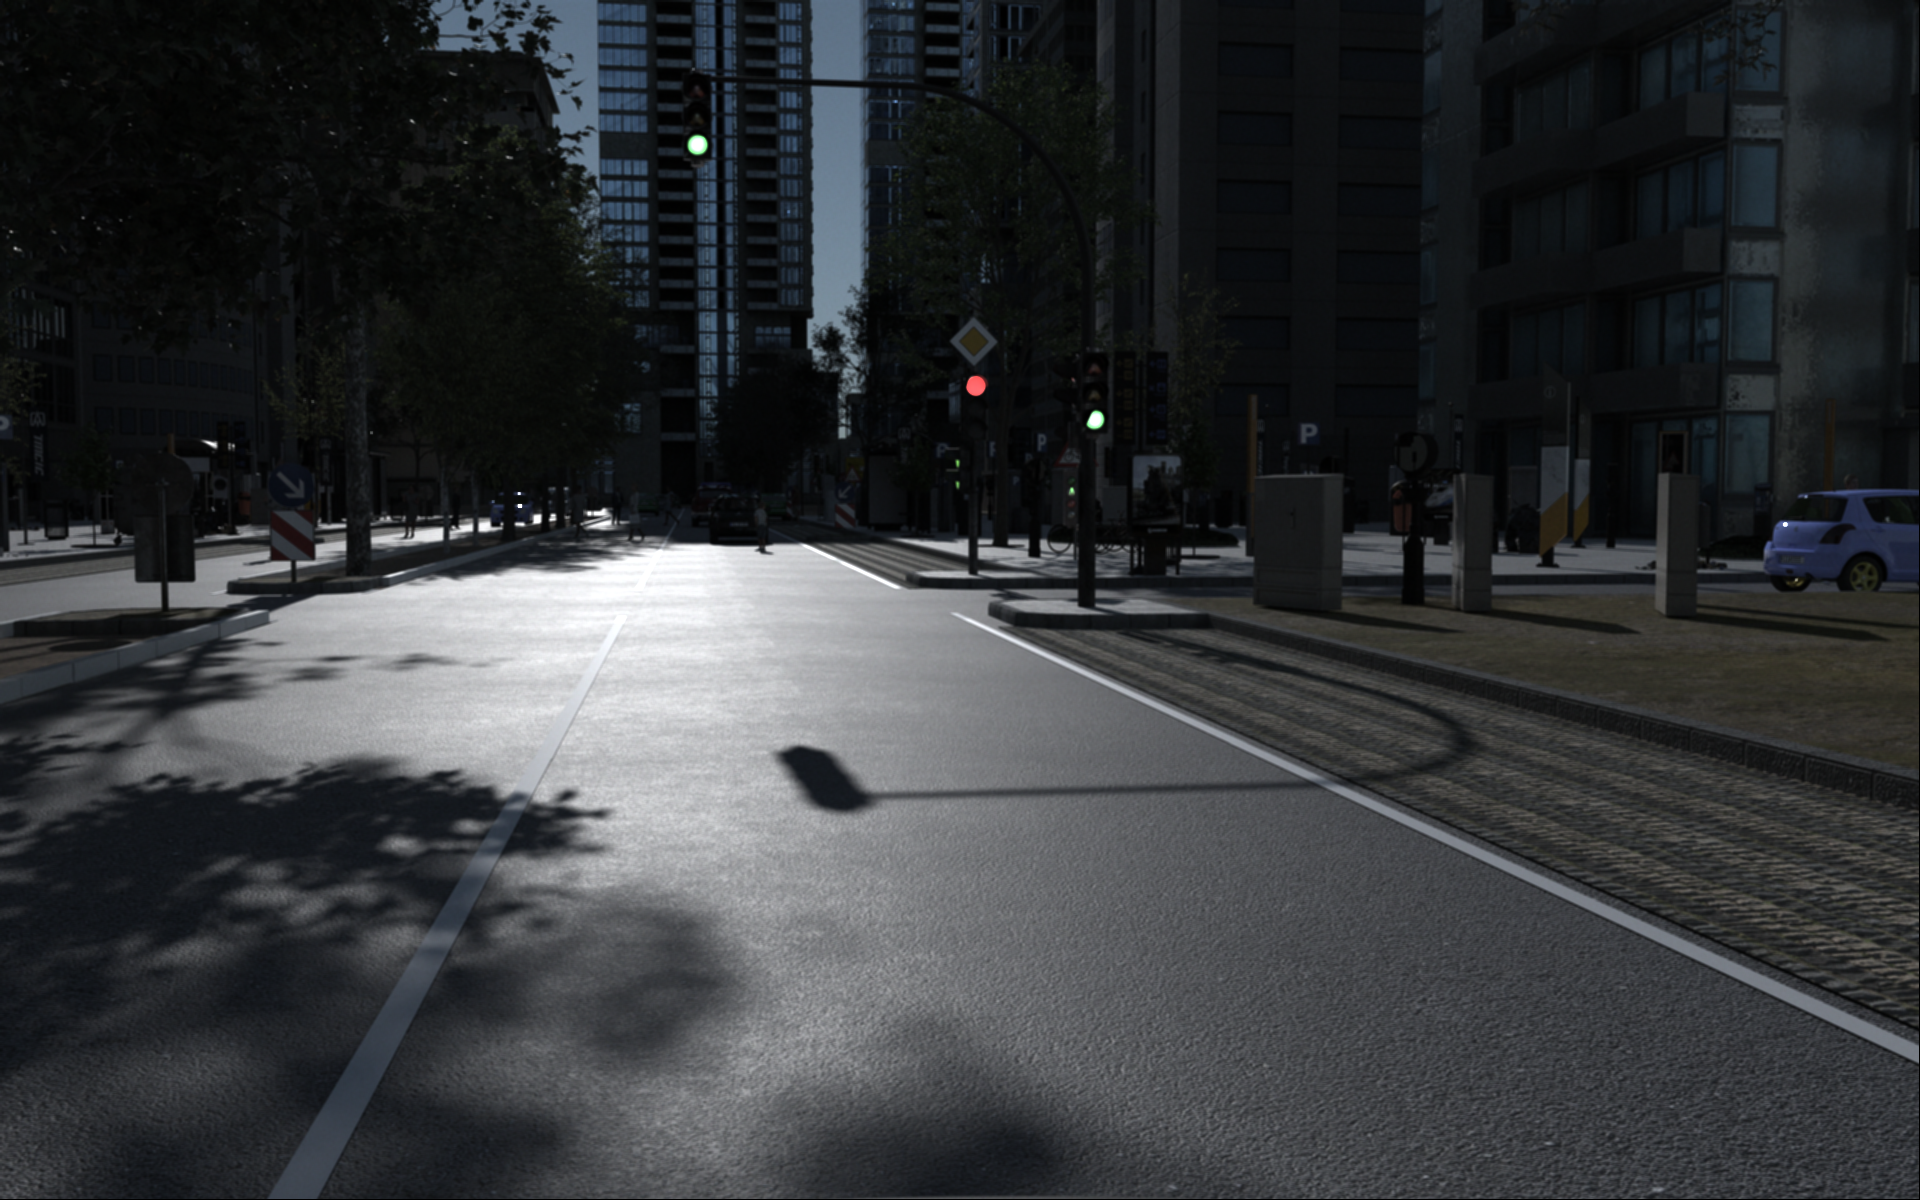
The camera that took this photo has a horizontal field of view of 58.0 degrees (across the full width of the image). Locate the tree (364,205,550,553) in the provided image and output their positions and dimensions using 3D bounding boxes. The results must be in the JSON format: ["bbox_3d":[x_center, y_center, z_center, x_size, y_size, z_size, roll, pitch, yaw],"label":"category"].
[{"bbox_3d":[-12.267,-5.403,41.163,4.737,8.622,4.395,0,3,0],"label":"tree"}]

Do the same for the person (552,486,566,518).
[{"bbox_3d":[-18.358,-4.318,79.206,0.635,1.810,0.391,-3,4,-38],"label":"person"}]

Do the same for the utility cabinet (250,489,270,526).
[{"bbox_3d":[-27.689,-3.693,69.060,1.173,1.500,0.318,1,4,18],"label":"utility cabinet"}]

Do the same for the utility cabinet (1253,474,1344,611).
[{"bbox_3d":[3.738,-0.646,19.243,0.318,1.500,1.173,-2,4,-28],"label":"utility cabinet"}]

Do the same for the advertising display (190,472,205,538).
[{"bbox_3d":[-22.354,-2.786,50.760,0.123,1.923,0.974,-3,5,-41],"label":"advertising display"}]

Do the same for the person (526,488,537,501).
[{"bbox_3d":[-30.017,-6.856,120.584,0.705,1.826,1.348,2,4,33],"label":"person"}]

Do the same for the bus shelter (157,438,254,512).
[{"bbox_3d":[-28.473,-4.386,65.627,2.014,3.302,5.546,-1,4,-9],"label":"bus shelter"}]

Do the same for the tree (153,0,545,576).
[{"bbox_3d":[-11.808,-10.513,30.241,12.611,20.169,13.585,0,3,0],"label":"tree"}]

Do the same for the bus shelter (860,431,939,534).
[{"bbox_3d":[-2.079,-3.913,57.896,2.014,3.302,5.546,-1,4,-9],"label":"bus shelter"}]

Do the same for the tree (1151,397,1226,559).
[{"bbox_3d":[4.733,-2.454,34.727,1.663,3.219,1.824,0,3,0],"label":"tree"}]

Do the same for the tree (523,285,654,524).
[{"bbox_3d":[-18.502,-9.472,83.087,9.928,11.665,9.643,0,3,0],"label":"tree"}]

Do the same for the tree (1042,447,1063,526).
[{"bbox_3d":[4.155,-4.642,70.493,1.663,3.219,1.824,0,3,0],"label":"tree"}]

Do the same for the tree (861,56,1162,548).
[{"bbox_3d":[1.088,-7.086,41.613,9.928,11.665,9.643,0,3,0],"label":"tree"}]

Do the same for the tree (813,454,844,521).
[{"bbox_3d":[-6.292,-5.452,83.743,1.663,3.219,1.824,0,3,0],"label":"tree"}]

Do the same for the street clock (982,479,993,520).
[{"bbox_3d":[1.468,-4.891,84.531,0.471,2.002,0.358,1,4,12],"label":"street clock"}]

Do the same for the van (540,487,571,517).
[{"bbox_3d":[-24.715,-6.079,106.410,2.013,2.044,4.112,0,4,-8],"label":"van"}]

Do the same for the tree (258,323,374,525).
[{"bbox_3d":[-26.674,-7.462,72.365,4.360,8.622,3.978,0,3,0],"label":"tree"}]

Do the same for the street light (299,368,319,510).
[{"bbox_3d":[-23.943,-5.570,63.856,0.468,5.910,1.993,-1,4,-9],"label":"street light"}]

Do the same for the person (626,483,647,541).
[{"bbox_3d":[-9.933,-2.705,53.076,0.624,1.780,0.694,-1,4,-8],"label":"person"}]

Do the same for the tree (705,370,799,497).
[{"bbox_3d":[-20.426,-16.350,173.977,9.857,13.997,8.962,0,3,0],"label":"tree"}]

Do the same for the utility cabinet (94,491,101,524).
[{"bbox_3d":[-36.833,-4.029,74.546,0.318,1.500,1.173,0,4,6],"label":"utility cabinet"}]

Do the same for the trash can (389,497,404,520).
[{"bbox_3d":[-27.395,-4.440,84.242,0.748,1.137,0.748,0,3,0],"label":"trash can"}]

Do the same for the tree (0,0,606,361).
[{"bbox_3d":[-7.560,-5.677,12.279,9.611,12.733,9.660,0,3,0],"label":"tree"}]

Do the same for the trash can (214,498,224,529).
[{"bbox_3d":[-26.113,-2.988,60.506,0.748,1.137,0.748,0,3,0],"label":"trash can"}]

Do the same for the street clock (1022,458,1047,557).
[{"bbox_3d":[1.516,-1.873,35.198,0.471,2.002,0.358,-2,4,-23],"label":"street clock"}]

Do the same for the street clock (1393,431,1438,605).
[{"bbox_3d":[5.274,-0.950,20.101,0.358,2.002,0.471,-3,5,-43],"label":"street clock"}]

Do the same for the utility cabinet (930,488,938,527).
[{"bbox_3d":[-0.892,-3.490,65.735,1.173,1.500,0.318,1,4,21],"label":"utility cabinet"}]

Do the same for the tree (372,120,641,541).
[{"bbox_3d":[-13.958,-8.097,52.966,7.486,12.596,7.792,0,3,0],"label":"tree"}]

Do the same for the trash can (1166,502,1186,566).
[{"bbox_3d":[3.680,-1.194,31.176,0.748,1.137,0.748,0,3,0],"label":"trash can"}]

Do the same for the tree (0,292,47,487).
[{"bbox_3d":[-31.558,-6.458,55.953,4.360,8.622,3.978,0,3,0],"label":"tree"}]

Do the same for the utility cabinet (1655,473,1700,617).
[{"bbox_3d":[7.618,-0.593,18.381,0.318,1.500,1.173,1,4,17],"label":"utility cabinet"}]

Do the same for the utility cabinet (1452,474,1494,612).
[{"bbox_3d":[5.677,-0.641,19.167,0.318,1.500,1.173,1,4,10],"label":"utility cabinet"}]

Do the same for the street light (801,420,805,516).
[{"bbox_3d":[-9.279,-7.888,101.751,0.468,5.910,1.993,-1,4,-9],"label":"street light"}]

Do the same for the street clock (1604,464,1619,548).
[{"bbox_3d":[15.512,-2.243,41.239,0.358,2.002,0.471,1,4,15],"label":"street clock"}]

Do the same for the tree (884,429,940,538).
[{"bbox_3d":[-1.176,-3.472,51.375,1.663,3.219,1.824,0,3,0],"label":"tree"}]

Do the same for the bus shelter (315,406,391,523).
[{"bbox_3d":[-28.775,-6.382,81.973,2.179,5.291,8.768,-1,4,-9],"label":"bus shelter"}]

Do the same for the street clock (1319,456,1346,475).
[{"bbox_3d":[7.118,-1.747,33.132,0.358,2.002,0.471,-3,5,-40],"label":"street clock"}]

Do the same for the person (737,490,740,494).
[{"bbox_3d":[-21.931,-10.008,172.231,0.705,1.812,1.348,3,5,42],"label":"person"}]

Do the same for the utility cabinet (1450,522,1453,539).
[{"bbox_3d":[14.332,-2.329,49.233,0.306,1.237,1.020,-2,4,-27],"label":"utility cabinet"}]

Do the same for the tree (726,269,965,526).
[{"bbox_3d":[-3.725,-8.261,69.474,7.601,10.594,8.767,3,4,37],"label":"tree"}]

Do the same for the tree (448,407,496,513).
[{"bbox_3d":[-33.475,-10.324,119.159,4.360,8.622,3.978,0,3,0],"label":"tree"}]

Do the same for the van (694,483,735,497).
[{"bbox_3d":[-13.328,-5.502,94.340,2.240,2.365,5.245,-1,4,-9],"label":"van"}]

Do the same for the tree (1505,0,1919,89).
[{"bbox_3d":[5.609,-5.955,7.733,12.009,13.543,11.850,0,3,0],"label":"tree"}]

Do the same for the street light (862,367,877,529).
[{"bbox_3d":[-3.316,-5.531,63.228,0.468,5.910,1.993,-1,4,-9],"label":"street light"}]

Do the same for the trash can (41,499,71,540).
[{"bbox_3d":[-25.471,-2.273,48.811,0.748,1.137,0.748,0,3,0],"label":"trash can"}]

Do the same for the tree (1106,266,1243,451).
[{"bbox_3d":[6.997,-6.445,55.736,4.360,8.622,3.978,0,3,0],"label":"tree"}]

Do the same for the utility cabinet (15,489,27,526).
[{"bbox_3d":[-37.704,-3.722,69.528,0.318,1.500,1.173,-2,4,-34],"label":"utility cabinet"}]

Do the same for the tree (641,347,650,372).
[{"bbox_3d":[-17.039,-9.335,73.218,7.486,12.596,7.792,0,3,0],"label":"tree"}]

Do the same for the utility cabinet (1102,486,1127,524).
[{"bbox_3d":[4.685,-2.576,50.804,0.318,1.500,1.173,-3,4,-37],"label":"utility cabinet"}]

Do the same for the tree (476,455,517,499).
[{"bbox_3d":[-36.387,-9.330,136.260,4.285,4.588,4.351,0,3,0],"label":"tree"}]

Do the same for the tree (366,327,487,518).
[{"bbox_3d":[-28.456,-9.588,91.176,7.601,10.594,8.767,0,4,-7],"label":"tree"}]

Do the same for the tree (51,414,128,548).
[{"bbox_3d":[-20.902,-2.897,41.968,1.663,3.219,1.824,0,3,0],"label":"tree"}]

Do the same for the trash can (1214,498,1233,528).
[{"bbox_3d":[10.006,-3.315,65.859,0.748,1.137,0.748,0,3,0],"label":"trash can"}]

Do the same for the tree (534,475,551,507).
[{"bbox_3d":[-42.076,-11.015,174.697,1.663,3.219,1.824,0,3,0],"label":"tree"}]

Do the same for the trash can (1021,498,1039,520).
[{"bbox_3d":[2.614,-3.226,64.396,0.748,1.137,0.748,0,3,0],"label":"trash can"}]
